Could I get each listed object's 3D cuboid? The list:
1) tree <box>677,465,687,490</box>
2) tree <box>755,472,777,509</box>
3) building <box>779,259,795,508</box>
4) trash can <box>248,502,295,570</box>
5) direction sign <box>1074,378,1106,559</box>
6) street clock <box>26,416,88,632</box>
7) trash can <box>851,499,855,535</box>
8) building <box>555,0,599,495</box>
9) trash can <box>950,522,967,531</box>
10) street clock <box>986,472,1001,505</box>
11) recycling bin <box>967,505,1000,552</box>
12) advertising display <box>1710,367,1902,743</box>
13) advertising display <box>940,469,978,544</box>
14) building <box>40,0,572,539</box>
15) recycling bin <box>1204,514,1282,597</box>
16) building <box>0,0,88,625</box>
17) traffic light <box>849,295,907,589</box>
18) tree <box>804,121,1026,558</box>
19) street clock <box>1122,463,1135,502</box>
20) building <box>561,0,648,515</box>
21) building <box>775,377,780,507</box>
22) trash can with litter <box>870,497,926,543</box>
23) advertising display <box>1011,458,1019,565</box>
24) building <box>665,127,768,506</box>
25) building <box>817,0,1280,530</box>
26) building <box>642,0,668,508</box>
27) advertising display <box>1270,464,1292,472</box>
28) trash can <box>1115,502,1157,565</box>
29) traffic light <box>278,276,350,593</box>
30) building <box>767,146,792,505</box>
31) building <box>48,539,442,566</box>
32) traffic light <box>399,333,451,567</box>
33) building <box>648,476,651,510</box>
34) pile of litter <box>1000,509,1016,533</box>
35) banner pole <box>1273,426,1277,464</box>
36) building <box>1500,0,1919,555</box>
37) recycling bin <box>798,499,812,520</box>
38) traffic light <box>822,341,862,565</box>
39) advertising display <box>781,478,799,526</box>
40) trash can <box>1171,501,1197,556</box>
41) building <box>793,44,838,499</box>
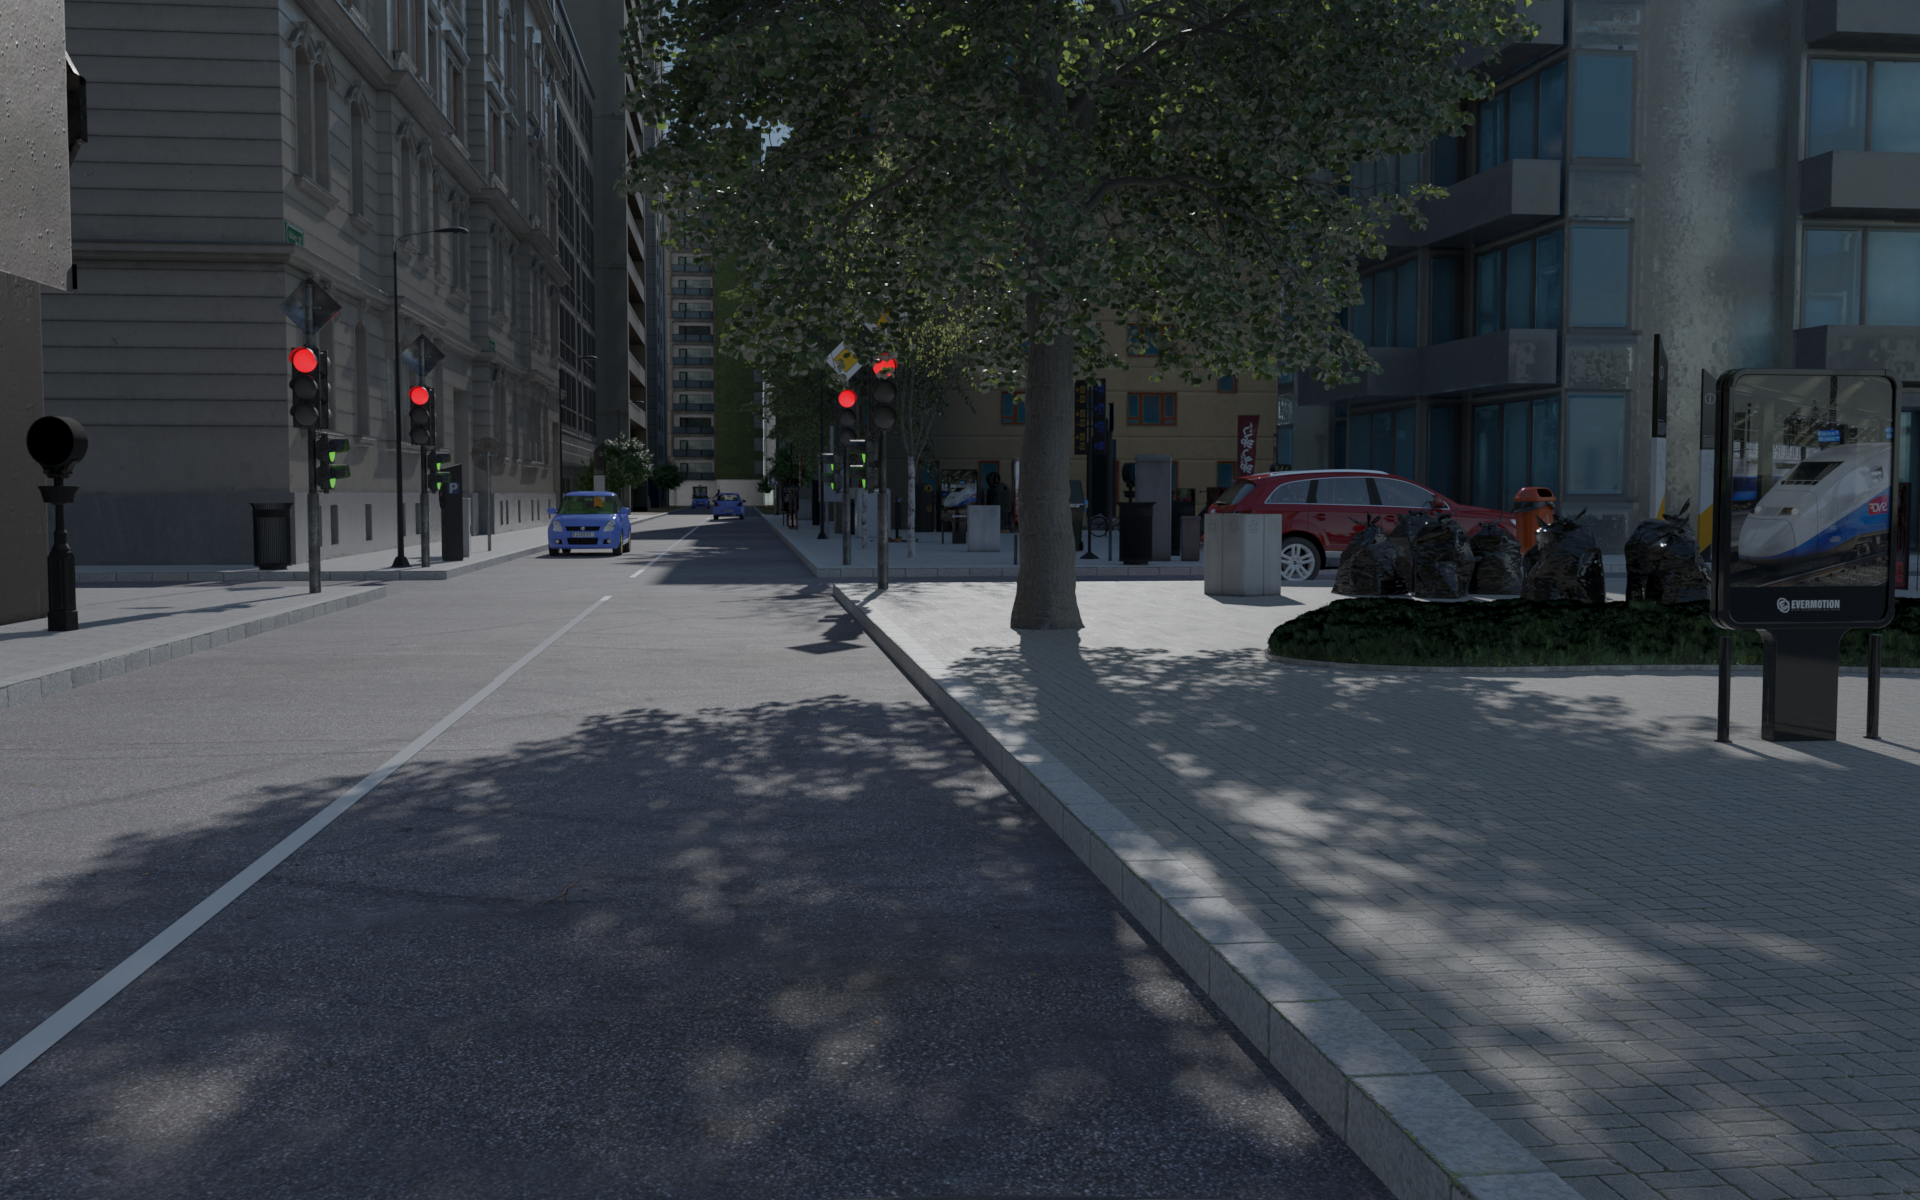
[{"bbox_3d":[-26.100,-10.446,154.499,4.285,4.588,4.351,0,3,0],"label":"tree"},{"bbox_3d":[-18.865,-10.602,167.950,1.663,3.219,1.824,0,3,0],"label":"tree"},{"bbox_3d":[-0.007,-17.952,138.556,27.650,21.520,28.899,0,4,-7],"label":"building"},{"bbox_3d":[-11.697,-1.089,29.459,0.748,1.137,0.748,0,3,0],"label":"trash can"},{"bbox_3d":[2.567,-2.584,34.238,0.379,3.537,0.876,-3,4,-39],"label":"direction sign"},{"bbox_3d":[-8.419,-0.711,16.199,0.471,2.002,0.358,0,4,5],"label":"street clock"},{"bbox_3d":[-3.246,-2.629,54.631,0.748,1.137,0.748,0,3,0],"label":"trash can"},{"bbox_3d":[-26.559,-18.011,87.988,14.314,27.812,24.014,0,4,-7],"label":"building"},{"bbox_3d":[-0.038,-2.818,57.721,0.748,1.137,0.748,0,3,0],"label":"trash can"},{"bbox_3d":[1.069,-3.131,55.764,0.471,2.002,0.358,0,4,-1],"label":"street clock"},{"bbox_3d":[0.525,-1.593,38.598,0.722,1.027,0.722,0,4,0],"label":"recycling bin"},{"bbox_3d":[4.375,-0.230,8.978,0.974,1.923,0.123,-1,4,-9],"label":"advertising display"},{"bbox_3d":[-0.018,-2.414,44.689,0.974,1.923,0.123,0,4,4],"label":"advertising display"},{"bbox_3d":[-22.293,-16.929,64.186,14.401,28.519,23.554,0,4,-7],"label":"building"},{"bbox_3d":[3.601,-0.581,22.061,0.722,1.027,0.722,-3,4,-37],"label":"recycling bin"},{"bbox_3d":[-17.116,-8.799,11.320,16.811,18.784,16.820,0,4,-7],"label":"building"},{"bbox_3d":[-1.062,-2.105,23.334,0.839,4.253,0.868,0,4,-7],"label":"traffic light"},{"bbox_3d":[-0.741,-5.162,34.765,4.360,8.622,3.978,0,3,0],"label":"tree"},{"bbox_3d":[3.935,-2.166,39.987,0.358,2.002,0.471,2,4,34],"label":"street clock"},{"bbox_3d":[-32.059,-29.952,113.419,21.300,48.544,21.600,0,4,-7],"label":"building"},{"bbox_3d":[-3.761,-19.731,167.637,27.650,21.520,28.899,0,4,-7],"label":"building"},{"bbox_3d":[-1.567,-2.176,46.635,1.678,1.210,2.233,0,4,1],"label":"trash can with litter"},{"bbox_3d":[1.391,-1.611,31.547,0.974,1.923,0.123,-2,4,-25],"label":"advertising display"},{"bbox_3d":[-29.324,-31.347,196.109,14.086,41.232,14.154,0,4,-7],"label":"building"},{"bbox_3d":[8.040,-14.228,77.670,27.650,21.520,28.899,0,4,-7],"label":"building"},{"bbox_3d":[-39.076,-44.511,166.003,20.611,71.187,20.563,0,4,-7],"label":"building"},{"bbox_3d":[6.887,-1.958,37.233,0.123,1.923,0.974,2,4,32],"label":"advertising display"},{"bbox_3d":[3.192,-1.210,31.436,0.748,1.137,0.748,0,3,0],"label":"trash can"},{"bbox_3d":[-8.362,-2.047,22.393,0.839,4.253,0.868,0,4,-7],"label":"traffic light"},{"bbox_3d":[-15.333,-31.446,197.740,14.086,41.232,14.154,0,4,-7],"label":"building"},{"bbox_3d":[-19.625,-15.501,40.825,14.401,28.519,23.554,0,4,-7],"label":"building"},{"bbox_3d":[-9.370,-2.532,30.314,0.839,4.253,0.868,0,4,-7],"label":"traffic light"},{"bbox_3d":[-41.187,-27.155,135.872,32.217,40.220,23.993,0,4,-7],"label":"building"},{"bbox_3d":[1.930,-2.629,56.956,1.719,0.858,1.176,-1,4,-10],"label":"pile of litter"},{"bbox_3d":[11.529,-4.479,63.242,0.401,3.779,0.863,2,4,24],"label":"banner pole"},{"bbox_3d":[24.018,-26.067,45.811,30.456,49.044,23.786,0,4,-7],"label":"building"},{"bbox_3d":[-7.691,-4.471,85.663,0.722,1.027,0.722,-1,4,-9],"label":"recycling bin"},{"bbox_3d":[-2.069,-2.589,31.256,0.839,4.253,0.868,0,4,-7],"label":"traffic light"},{"bbox_3d":[-6.903,-3.986,70.377,0.123,1.923,0.974,2,4,34],"label":"advertising display"},{"bbox_3d":[4.549,-1.494,36.075,0.748,1.137,0.748,0,3,0],"label":"trash can"},{"bbox_3d":[-4.075,-21.028,115.504,14.160,30.474,14.107,0,4,-7],"label":"building"}]
